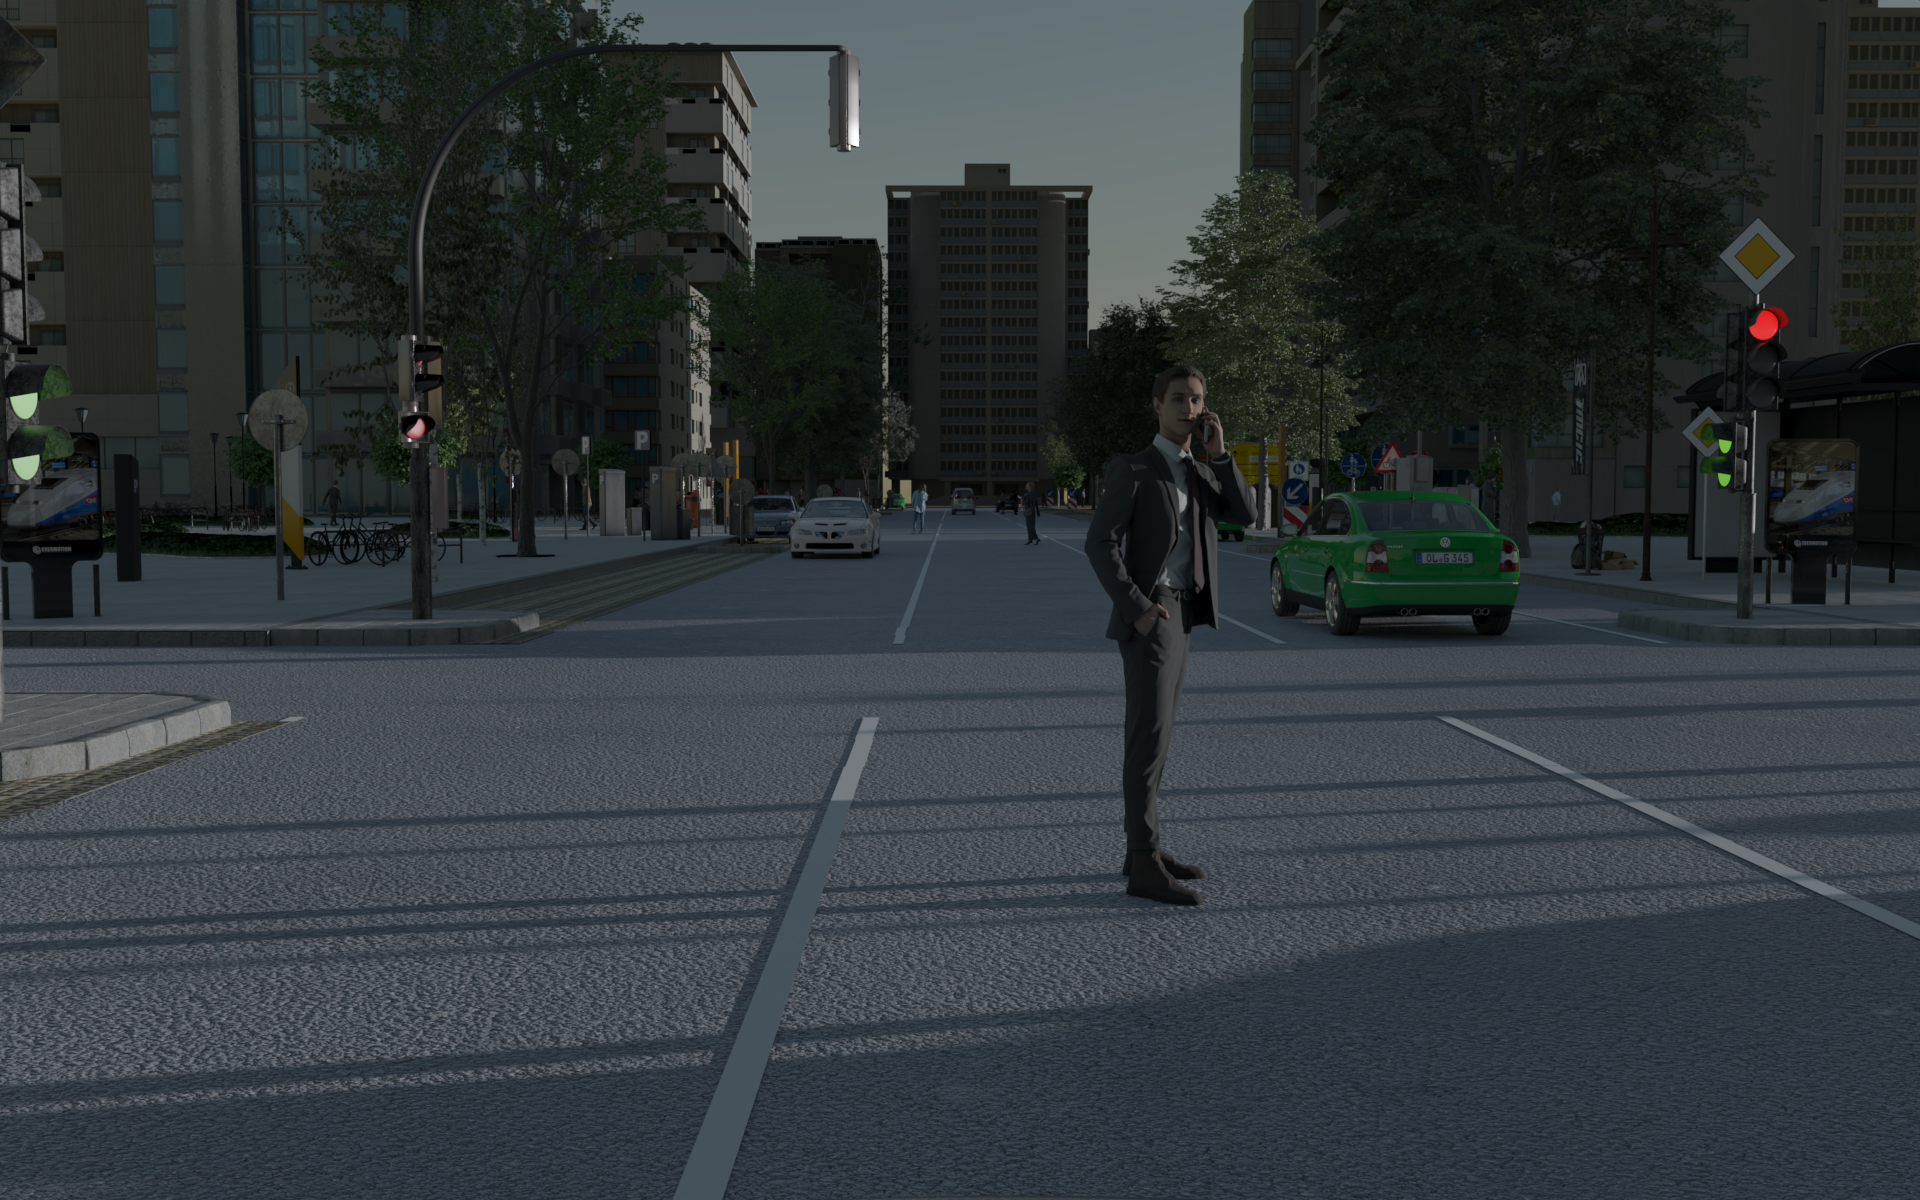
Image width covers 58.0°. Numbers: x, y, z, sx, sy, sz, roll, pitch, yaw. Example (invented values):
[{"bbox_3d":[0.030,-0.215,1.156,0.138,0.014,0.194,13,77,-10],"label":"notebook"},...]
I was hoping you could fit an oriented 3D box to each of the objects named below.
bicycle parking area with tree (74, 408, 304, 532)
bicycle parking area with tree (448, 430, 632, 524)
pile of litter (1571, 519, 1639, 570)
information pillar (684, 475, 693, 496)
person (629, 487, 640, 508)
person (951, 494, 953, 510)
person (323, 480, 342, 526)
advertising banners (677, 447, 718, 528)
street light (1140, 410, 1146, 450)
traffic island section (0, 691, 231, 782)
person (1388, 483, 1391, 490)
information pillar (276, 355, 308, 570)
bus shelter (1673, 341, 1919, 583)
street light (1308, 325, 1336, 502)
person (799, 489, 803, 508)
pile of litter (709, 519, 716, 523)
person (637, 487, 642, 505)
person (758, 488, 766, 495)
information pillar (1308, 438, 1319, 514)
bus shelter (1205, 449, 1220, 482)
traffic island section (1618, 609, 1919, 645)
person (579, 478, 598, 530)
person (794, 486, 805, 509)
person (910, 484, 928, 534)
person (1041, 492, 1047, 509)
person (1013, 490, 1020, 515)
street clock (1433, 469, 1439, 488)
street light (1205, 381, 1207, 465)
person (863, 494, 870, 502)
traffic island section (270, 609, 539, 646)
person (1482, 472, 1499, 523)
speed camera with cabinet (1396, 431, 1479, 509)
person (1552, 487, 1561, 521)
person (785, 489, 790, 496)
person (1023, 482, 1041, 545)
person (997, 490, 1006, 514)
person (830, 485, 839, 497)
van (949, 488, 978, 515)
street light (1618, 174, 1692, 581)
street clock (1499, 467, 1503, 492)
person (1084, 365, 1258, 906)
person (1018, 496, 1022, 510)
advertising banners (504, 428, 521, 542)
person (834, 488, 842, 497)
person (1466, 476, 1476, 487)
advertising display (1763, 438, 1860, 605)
[{"bbox_3d":[-27.296,-4.435,59.517,8.231,4.147,9.016,-2,4,-27],"label":"bicycle parking area with tree"},{"bbox_3d":[-18.878,-5.594,78.464,8.231,4.147,9.016,-3,4,-38],"label":"bicycle parking area with tree"},{"bbox_3d":[11.133,-0.971,29.849,1.176,0.858,1.719,3,5,45],"label":"pile of litter"},{"bbox_3d":[-10.175,-3.685,64.748,0.304,2.012,0.304,1,4,17],"label":"information pillar"},{"bbox_3d":[-21.727,-6.654,115.618,1.217,1.735,0.721,3,5,43],"label":"person"},{"bbox_3d":[-0.501,-9.185,159.344,0.551,1.740,0.621,-2,4,-24],"label":"person"},{"bbox_3d":[-25.025,-3.885,69.335,0.659,1.850,0.755,1,4,19],"label":"person"},{"bbox_3d":[-10.045,-4.233,65.393,2.074,3.025,0.090,1,4,20],"label":"advertising banners"},{"bbox_3d":[9.737,-7.292,92.015,0.468,5.910,1.993,0,4,0],"label":"street light"},{"bbox_3d":[-5.500,0.763,9.798,2.009,0.180,2.903,0,4,0],"label":"traffic island section"},{"bbox_3d":[20.587,-4.653,82.397,0.573,1.790,0.520,-1,4,-23],"label":"person"},{"bbox_3d":[-11.365,-2.328,29.414,0.504,3.616,0.183,2,4,27],"label":"information pillar"},{"bbox_3d":[12.685,-1.942,25.668,2.014,3.302,5.546,0,4,0],"label":"bus shelter"},{"bbox_3d":[9.922,-4.576,47.597,0.468,5.910,1.993,0,4,0],"label":"street light"},{"bbox_3d":[-14.389,-9.157,156.580,1.217,1.723,0.721,0,4,-2],"label":"person"},{"bbox_3d":[-10.238,-3.780,75.774,1.176,0.858,1.719,-3,5,-41],"label":"pile of litter"},{"bbox_3d":[-21.718,-6.767,117.390,0.721,1.736,1.217,2,4,30],"label":"person"},{"bbox_3d":[-16.724,-8.511,145.140,1.348,1.831,0.705,-1,4,-10],"label":"person"},{"bbox_3d":[14.765,-4.935,72.042,0.504,3.616,0.183,1,4,22],"label":"information pillar"},{"bbox_3d":[13.682,-5.886,87.513,1.731,3.624,6.357,0,4,0],"label":"bus shelter"},{"bbox_3d":[8.104,0.271,17.842,2.009,0.180,2.903,0,4,0],"label":"traffic island section"},{"bbox_3d":[-13.334,-3.422,61.904,0.656,1.842,0.836,3,5,42],"label":"person"},{"bbox_3d":[-9.137,-5.743,100.646,1.217,1.736,0.721,0,4,2],"label":"person"},{"bbox_3d":[-1.483,-3.279,62.383,0.793,1.790,0.793,-3,5,-40],"label":"person"},{"bbox_3d":[7.330,-8.561,149.938,0.593,1.643,0.415,-1,4,-21],"label":"person"},{"bbox_3d":[3.913,-6.715,119.111,0.721,1.723,1.217,-1,4,-15],"label":"person"},{"bbox_3d":[13.583,-2.785,50.103,0.471,2.002,0.358,-1,4,-12],"label":"street clock"},{"bbox_3d":[9.903,-5.921,69.591,0.468,5.910,1.993,0,4,0],"label":"street light"},{"bbox_3d":[-5.802,-5.681,104.565,0.799,1.438,0.628,0,4,5],"label":"person"},{"bbox_3d":[-5.537,0.275,17.783,2.009,0.180,2.903,0,4,0],"label":"traffic island section"},{"bbox_3d":[13.434,-2.325,43.862,0.447,1.846,0.655,0,4,5],"label":"person"},{"bbox_3d":[11.541,-2.905,41.826,2.038,3.252,0.660,-1,4,-22],"label":"speed camera with cabinet"},{"bbox_3d":[26.848,-4.282,77.858,0.330,1.601,0.589,0,4,-6],"label":"person"},{"bbox_3d":[-13.845,-8.103,139.463,0.436,1.711,0.756,2,4,35],"label":"person"},{"bbox_3d":[2.048,-2.444,48.885,0.534,1.772,0.576,1,4,8],"label":"person"},{"bbox_3d":[2.990,-6.986,123.514,0.721,1.735,1.217,2,4,29],"label":"person"},{"bbox_3d":[-7.971,-6.151,106.631,1.348,1.822,0.705,1,4,8],"label":"person"},{"bbox_3d":[0.260,-6.936,120.417,2.013,2.044,4.112,0,4,1],"label":"van"},{"bbox_3d":[10.141,-3.220,25.427,0.468,5.910,1.993,0,4,0],"label":"street light"},{"bbox_3d":[13.312,-2.288,41.976,0.471,2.002,0.358,1,4,22],"label":"street clock"},{"bbox_3d":[0.790,0.093,6.341,0.474,1.900,0.648,2,4,32],"label":"person"},{"bbox_3d":[5.298,-8.899,157.235,0.697,1.427,0.421,2,4,28],"label":"person"},{"bbox_3d":[-11.968,-3.081,46.566,0.090,3.025,2.074,0,4,1],"label":"advertising banners"},{"bbox_3d":[-9.058,-7.445,128.486,0.721,1.743,1.217,-3,4,-37],"label":"person"},{"bbox_3d":[14.662,-2.652,49.663,0.793,1.790,0.793,-2,4,-25],"label":"person"},{"bbox_3d":[9.899,-0.914,20.160,0.974,1.923,0.123,1,4,15],"label":"advertising display"}]
